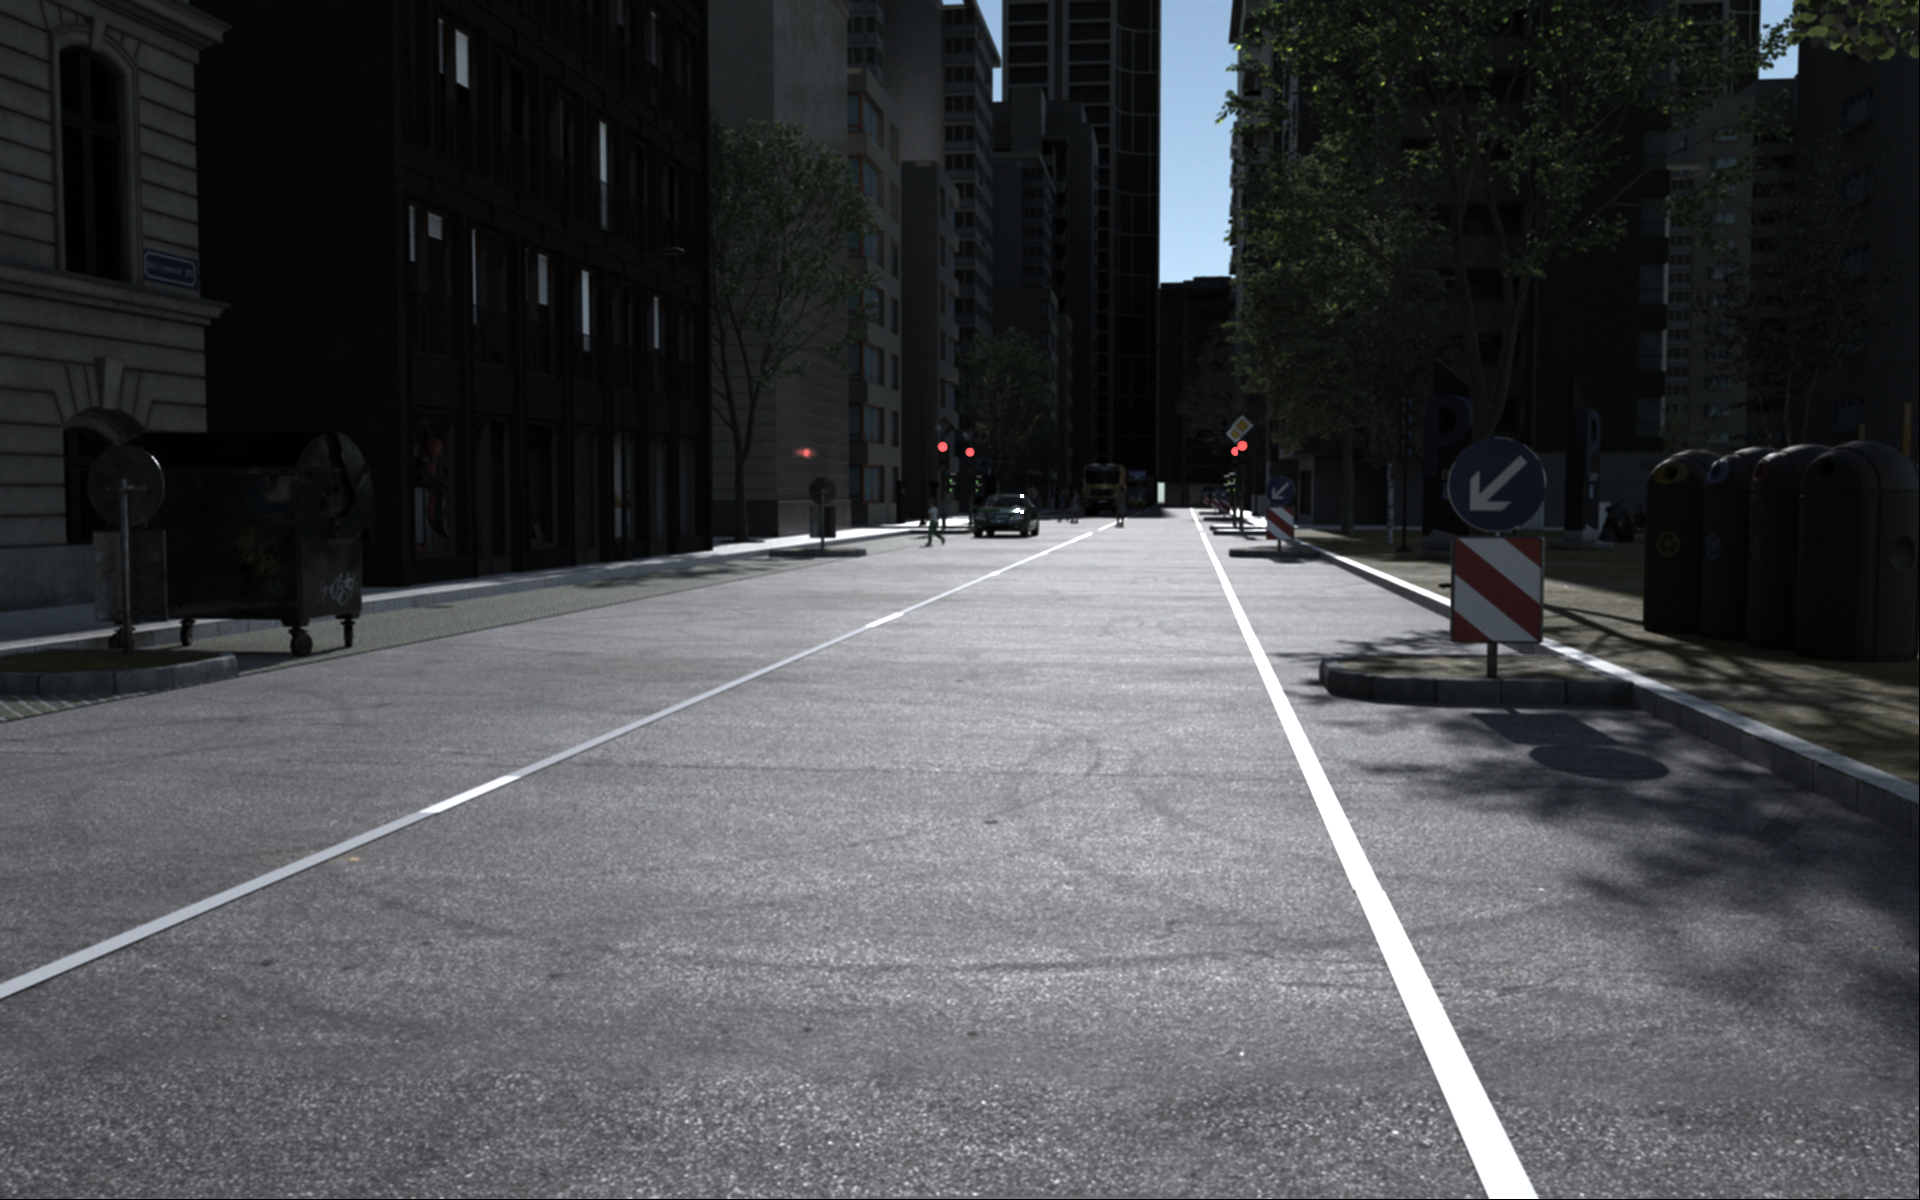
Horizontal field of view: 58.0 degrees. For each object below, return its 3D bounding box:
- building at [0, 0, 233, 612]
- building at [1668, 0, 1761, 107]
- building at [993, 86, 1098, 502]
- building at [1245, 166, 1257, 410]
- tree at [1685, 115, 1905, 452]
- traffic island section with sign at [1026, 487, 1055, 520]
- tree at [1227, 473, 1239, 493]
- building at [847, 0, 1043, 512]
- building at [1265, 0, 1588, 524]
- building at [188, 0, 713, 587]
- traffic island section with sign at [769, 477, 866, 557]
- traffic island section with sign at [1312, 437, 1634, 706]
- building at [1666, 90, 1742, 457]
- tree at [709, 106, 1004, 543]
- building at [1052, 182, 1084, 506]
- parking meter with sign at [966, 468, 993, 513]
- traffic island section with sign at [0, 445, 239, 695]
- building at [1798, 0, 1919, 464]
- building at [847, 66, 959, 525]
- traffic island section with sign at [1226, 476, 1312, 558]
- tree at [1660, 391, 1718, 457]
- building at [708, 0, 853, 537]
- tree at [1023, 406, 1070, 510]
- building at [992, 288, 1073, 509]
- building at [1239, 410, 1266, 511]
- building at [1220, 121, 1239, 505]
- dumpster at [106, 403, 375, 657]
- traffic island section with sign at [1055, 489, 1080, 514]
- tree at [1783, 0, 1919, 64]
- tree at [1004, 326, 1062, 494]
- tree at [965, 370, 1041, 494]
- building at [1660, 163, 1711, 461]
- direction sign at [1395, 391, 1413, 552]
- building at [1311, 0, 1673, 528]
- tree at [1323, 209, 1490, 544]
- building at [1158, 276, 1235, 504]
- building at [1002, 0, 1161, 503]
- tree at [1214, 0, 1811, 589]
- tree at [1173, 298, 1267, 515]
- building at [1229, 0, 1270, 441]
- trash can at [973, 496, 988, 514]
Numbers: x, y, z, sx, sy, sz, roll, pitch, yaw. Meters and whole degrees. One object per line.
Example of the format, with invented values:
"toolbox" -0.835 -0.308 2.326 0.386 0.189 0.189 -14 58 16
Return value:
"building" -17.137 -11.437 6.079 14.460 24.649 34.723 0 4 7
"building" 93.157 -48.289 227.771 20.611 71.187 20.563 0 4 7
"building" 5.709 -35.931 211.168 21.600 48.544 21.300 0 4 7
"building" 32.329 -23.335 153.227 14.160 30.474 14.107 0 4 7
"tree" 16.696 -5.156 34.671 4.360 8.622 3.978 0 3 0
"traffic island section with sign" 4.033 -5.346 96.034 1.989 1.847 2.006 0 4 7
"tree" 22.991 -9.297 146.609 1.663 3.219 1.824 0 3 0
"building" -10.458 -26.690 128.257 32.217 40.220 23.993 0 4 7
"building" 22.782 -19.375 88.489 14.160 30.474 14.107 0 4 7
"building" -12.742 -12.357 31.712 12.332 23.373 15.834 0 4 7
"traffic island section with sign" -3.224 -1.919 40.002 1.989 1.847 2.006 0 4 7
"traffic island section with sign" 3.707 -0.254 12.777 1.989 1.847 2.006 0 4 7
"building" 92.493 -35.237 199.825 21.600 48.544 21.300 0 4 7
"tree" -5.740 -7.340 45.762 9.928 11.665 9.643 0 3 0
"building" -2.802 -30.316 187.549 32.217 40.220 23.993 0 4 7
"parking meter with sign" 1.253 -7.267 115.083 1.738 3.016 0.543 -1 4 -21
"traffic island section with sign" -6.704 -0.281 13.215 1.989 1.847 2.006 0 4 7
"building" 46.712 -27.313 70.266 21.600 48.544 21.300 0 4 7
"building" -15.628 -14.760 86.368 27.650 21.520 28.899 0 4 7
"traffic island section with sign" 7.215 -1.910 39.860 1.989 1.847 2.006 0 4 7
"tree" 51.129 -10.544 122.757 4.737 8.622 4.395 0 3 0
"building" -16.707 -15.962 58.245 25.104 27.353 12.463 0 4 7
"tree" 7.177 -11.739 142.287 4.737 8.622 4.395 0 3 0
"building" -4.237 -19.367 161.689 27.650 21.520 28.899 0 4 7
"building" 32.312 -49.668 124.740 22.319 86.520 31.000 0 4 7
"building" 42.710 -35.603 201.716 23.786 49.044 30.456 0 4 7
"dumpster" -6.528 -0.656 15.672 1.985 2.255 1.502 0 4 8
"traffic island section with sign" 7.494 -6.981 122.767 1.989 1.847 2.006 0 4 7
"tree" 5.123 -5.310 4.950 7.486 12.596 7.792 0 3 0
"tree" 2.634 -11.187 108.664 9.928 11.665 9.643 0 3 0
"tree" 2.466 -9.289 102.236 4.360 8.622 3.978 0 3 0
"building" 68.558 -30.954 197.980 23.993 40.220 32.217 0 4 7
"direction sign" 9.927 -2.851 38.609 0.379 3.537 0.876 2 4 31
"building" 20.943 -18.436 73.133 14.107 30.474 14.160 0 4 7
"tree" 11.092 -5.733 44.093 4.360 8.622 3.978 0 3 0
"building" 33.697 -28.230 233.259 14.107 30.474 14.160 0 4 7
"building" 16.808 -48.839 236.765 20.611 71.187 20.563 0 4 7
"tree" 7.246 -5.976 23.462 9.928 11.665 9.643 0 3 0
"tree" 18.057 -11.910 105.091 12.009 13.543 11.850 0 3 0
"building" 41.387 -35.662 172.314 28.713 52.752 27.495 0 4 7
"trash can" 1.195 -5.865 107.542 0.748 1.137 0.748 0 3 0
